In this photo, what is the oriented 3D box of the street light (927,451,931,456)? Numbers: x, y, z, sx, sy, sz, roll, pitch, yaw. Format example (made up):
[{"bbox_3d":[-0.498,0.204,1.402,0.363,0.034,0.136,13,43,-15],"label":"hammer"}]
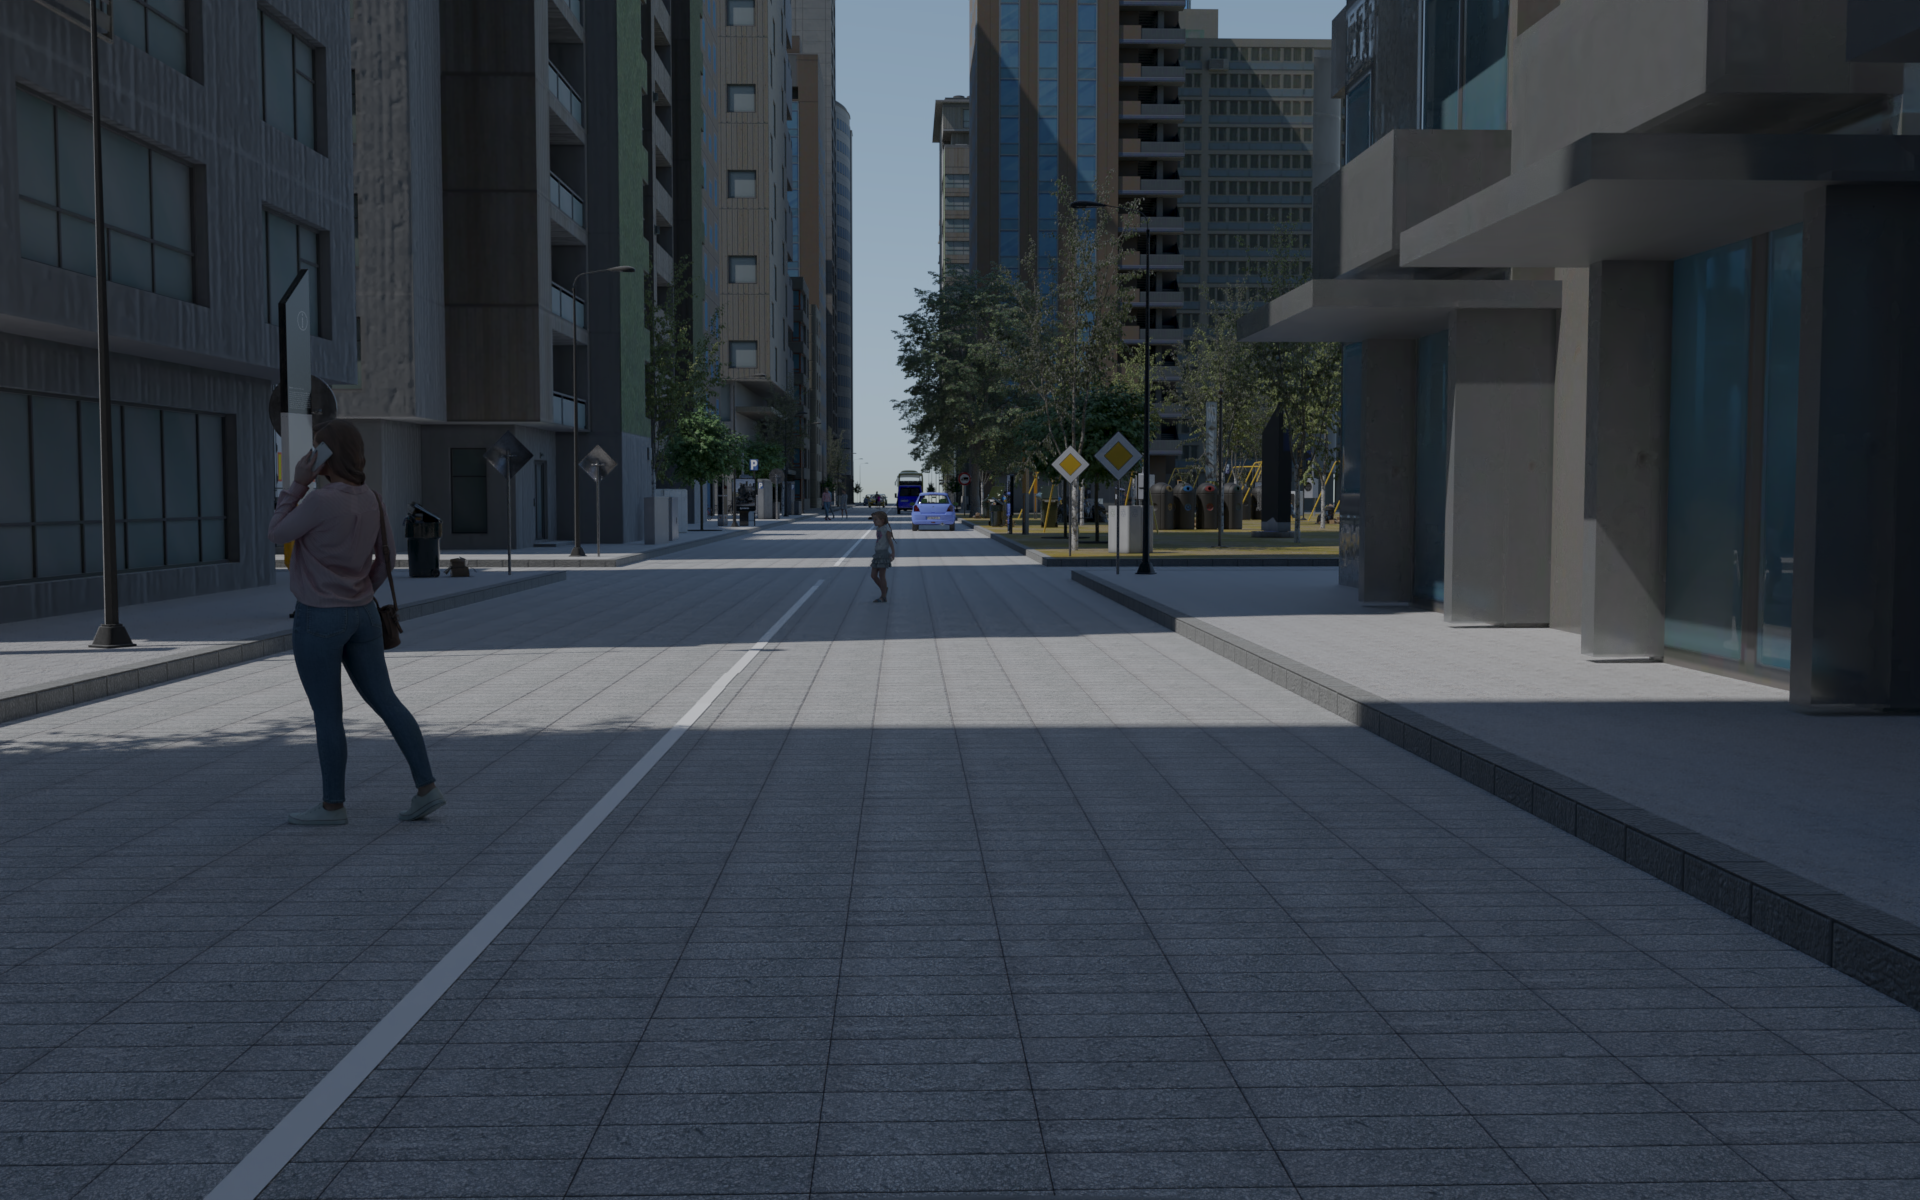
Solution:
[{"bbox_3d":[-2.792,-13.101,186.736,1.470,5.913,1.316,0,4,-2],"label":"street light"}]

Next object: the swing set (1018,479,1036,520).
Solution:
[{"bbox_3d":[4.806,-5.423,86.285,2.862,2.851,3.119,-1,4,-22],"label":"swing set"}]

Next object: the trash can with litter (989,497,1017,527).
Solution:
[{"bbox_3d":[1.821,-3.613,70.457,0.624,1.170,1.055,-2,4,-28],"label":"trash can with litter"}]

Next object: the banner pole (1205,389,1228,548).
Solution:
[{"bbox_3d":[6.084,-3.139,41.345,0.401,3.779,0.863,3,5,43],"label":"banner pole"}]

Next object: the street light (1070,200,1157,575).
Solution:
[{"bbox_3d":[2.438,-3.366,27.569,1.470,5.913,1.316,0,4,-2],"label":"street light"}]

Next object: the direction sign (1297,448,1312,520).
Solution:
[{"bbox_3d":[16.788,-5.661,84.551,0.876,3.537,0.379,-2,4,-28],"label":"direction sign"}]

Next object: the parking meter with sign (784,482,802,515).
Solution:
[{"bbox_3d":[-10.452,-6.674,105.382,1.738,3.016,0.543,2,4,26],"label":"parking meter with sign"}]

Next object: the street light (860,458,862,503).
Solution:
[{"bbox_3d":[-13.323,-15.478,225.598,1.470,5.913,1.316,0,4,-2],"label":"street light"}]

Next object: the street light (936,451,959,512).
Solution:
[{"bbox_3d":[-0.767,-9.230,123.459,1.470,5.913,1.316,0,4,-2],"label":"street light"}]

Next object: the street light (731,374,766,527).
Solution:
[{"bbox_3d":[-8.189,-5.777,67.001,1.470,5.913,1.316,0,4,-2],"label":"street light"}]

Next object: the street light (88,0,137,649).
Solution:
[{"bbox_3d":[-6.572,-2.558,14.368,1.470,5.913,1.316,0,4,-2],"label":"street light"}]

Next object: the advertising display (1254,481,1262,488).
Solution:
[{"bbox_3d":[15.465,-5.087,88.378,0.974,1.923,0.123,-1,4,-8],"label":"advertising display"}]

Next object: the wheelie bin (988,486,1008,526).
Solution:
[{"bbox_3d":[1.530,-3.747,69.175,0.980,1.594,0.693,3,4,36],"label":"wheelie bin"}]

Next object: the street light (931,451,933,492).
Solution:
[{"bbox_3d":[-1.640,-11.142,154.717,1.470,5.913,1.316,0,4,-2],"label":"street light"}]

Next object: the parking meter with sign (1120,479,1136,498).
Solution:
[{"bbox_3d":[9.753,-6.320,99.588,0.543,3.016,1.738,-2,4,-34],"label":"parking meter with sign"}]

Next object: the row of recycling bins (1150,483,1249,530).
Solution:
[{"bbox_3d":[8.454,-3.377,62.334,3.534,1.692,1.069,-1,4,-16],"label":"row of recycling bins"}]

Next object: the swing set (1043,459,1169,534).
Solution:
[{"bbox_3d":[4.738,-3.635,57.051,3.119,2.851,2.862,-1,4,-21],"label":"swing set"}]

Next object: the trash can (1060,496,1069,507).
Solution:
[{"bbox_3d":[6.521,-5.921,108.457,0.748,1.137,0.748,0,3,0],"label":"trash can"}]

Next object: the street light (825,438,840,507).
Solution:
[{"bbox_3d":[-10.760,-10.415,142.831,1.470,5.913,1.316,0,4,-2],"label":"street light"}]

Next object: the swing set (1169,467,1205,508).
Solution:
[{"bbox_3d":[13.493,-6.423,102.634,2.862,2.851,3.119,-2,4,-26],"label":"swing set"}]

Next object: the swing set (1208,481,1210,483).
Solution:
[{"bbox_3d":[16.188,-6.103,97.400,2.862,2.851,3.119,-2,4,-26],"label":"swing set"}]

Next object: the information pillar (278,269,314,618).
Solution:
[{"bbox_3d":[-6.833,-1.622,17.872,0.183,3.616,0.504,1,4,8],"label":"information pillar"}]

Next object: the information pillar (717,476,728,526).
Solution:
[{"bbox_3d":[-9.540,-3.980,69.566,0.304,2.012,0.304,2,4,30],"label":"information pillar"}]

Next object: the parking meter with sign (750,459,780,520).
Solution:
[{"bbox_3d":[-9.824,-5.583,87.539,0.543,3.016,1.738,2,4,35],"label":"parking meter with sign"}]

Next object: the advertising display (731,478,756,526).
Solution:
[{"bbox_3d":[-8.664,-3.927,69.416,0.974,1.923,0.123,-1,4,-13],"label":"advertising display"}]

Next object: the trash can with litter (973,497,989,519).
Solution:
[{"bbox_3d":[1.214,-4.813,90.083,1.055,1.170,0.624,-1,4,-14],"label":"trash can with litter"}]

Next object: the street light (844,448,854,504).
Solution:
[{"bbox_3d":[-11.683,-12.302,173.673,1.470,5.913,1.316,0,4,-2],"label":"street light"}]

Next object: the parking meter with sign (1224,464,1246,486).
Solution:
[{"bbox_3d":[16.144,-6.344,99.988,1.738,3.016,0.543,2,4,32],"label":"parking meter with sign"}]

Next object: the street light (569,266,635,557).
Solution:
[{"bbox_3d":[-7.311,-3.846,35.425,1.470,5.913,1.316,0,4,-2],"label":"street light"}]

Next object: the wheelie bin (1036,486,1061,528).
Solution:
[{"bbox_3d":[3.359,-3.553,65.999,0.980,1.594,0.693,0,4,-4],"label":"wheelie bin"}]

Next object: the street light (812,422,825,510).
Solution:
[{"bbox_3d":[-9.655,-8.529,111.995,1.470,5.913,1.316,0,4,-2],"label":"street light"}]

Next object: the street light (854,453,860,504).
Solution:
[{"bbox_3d":[-12.331,-13.591,194.759,1.470,5.913,1.316,0,4,-2],"label":"street light"}]

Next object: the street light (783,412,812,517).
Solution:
[{"bbox_3d":[-9.318,-7.679,98.086,1.470,5.913,1.316,0,4,-2],"label":"street light"}]

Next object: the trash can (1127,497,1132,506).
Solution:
[{"bbox_3d":[8.839,-4.875,91.355,0.748,1.137,0.748,0,3,0],"label":"trash can"}]

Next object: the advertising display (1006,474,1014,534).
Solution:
[{"bbox_3d":[1.616,-3.102,55.932,0.123,1.923,0.974,0,4,-5],"label":"advertising display"}]

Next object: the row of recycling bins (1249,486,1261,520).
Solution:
[{"bbox_3d":[13.640,-4.827,86.042,3.534,1.692,1.069,-1,4,-9],"label":"row of recycling bins"}]

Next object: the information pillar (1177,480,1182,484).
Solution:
[{"bbox_3d":[11.687,-5.345,91.877,0.304,2.012,0.304,0,4,5],"label":"information pillar"}]

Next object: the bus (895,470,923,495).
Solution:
[{"bbox_3d":[-5.198,-11.424,178.331,2.896,3.916,12.252,0,4,-3],"label":"bus"}]

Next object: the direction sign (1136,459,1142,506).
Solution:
[{"bbox_3d":[6.112,-4.137,59.630,0.379,3.537,0.876,-1,4,-14],"label":"direction sign"}]

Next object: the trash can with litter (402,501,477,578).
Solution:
[{"bbox_3d":[-8.058,-0.943,26.811,1.055,1.170,0.624,-1,4,-23],"label":"trash can with litter"}]

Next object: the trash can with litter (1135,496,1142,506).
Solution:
[{"bbox_3d":[9.504,-5.020,93.457,0.624,1.170,1.055,0,4,4],"label":"trash can with litter"}]
